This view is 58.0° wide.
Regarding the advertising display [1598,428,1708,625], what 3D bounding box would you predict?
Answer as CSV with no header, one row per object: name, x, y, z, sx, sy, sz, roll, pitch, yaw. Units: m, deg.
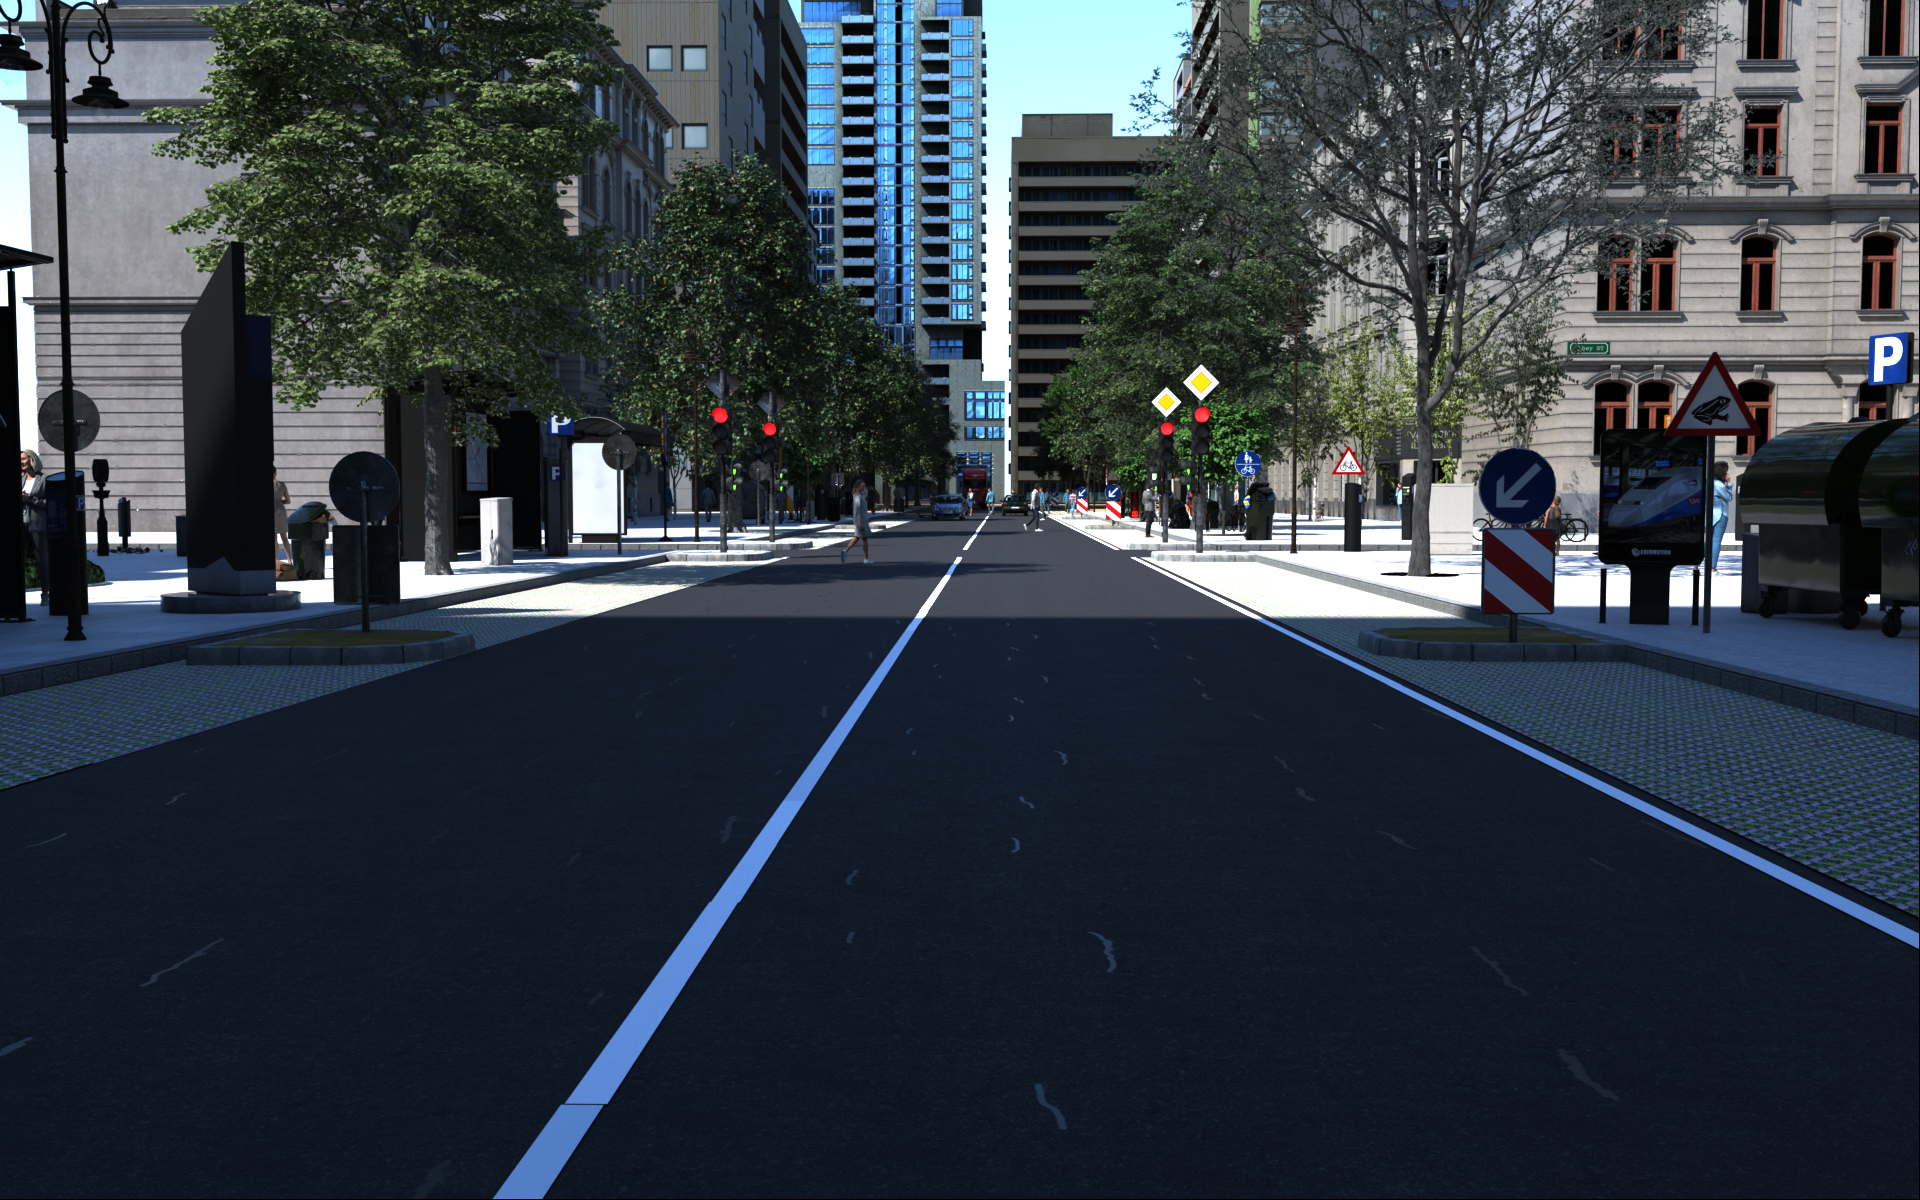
advertising display,6.794,-0.722,17.024,0.974,1.923,0.123,1,4,19

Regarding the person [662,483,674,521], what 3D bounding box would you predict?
person,-13.725,-4.585,81.039,0.581,1.822,0.654,1,4,21

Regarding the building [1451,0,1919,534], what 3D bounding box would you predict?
building,30.815,-16.766,61.515,23.554,28.519,14.401,0,4,1

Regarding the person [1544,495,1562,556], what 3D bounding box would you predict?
person,12.258,-1.536,35.820,0.362,1.253,0.373,0,4,-4

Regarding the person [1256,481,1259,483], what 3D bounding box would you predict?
person,11.660,-3.749,67.756,0.576,1.772,0.534,-2,4,-24

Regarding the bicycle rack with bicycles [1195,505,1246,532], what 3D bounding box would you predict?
bicycle rack with bicycles,9.048,-2.761,58.525,2.852,0.926,2.925,0,4,3

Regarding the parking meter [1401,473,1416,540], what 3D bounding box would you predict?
parking meter,12.477,-2.598,48.185,0.255,1.863,0.399,3,5,39

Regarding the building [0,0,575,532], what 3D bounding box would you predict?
building,-24.785,-13.894,68.970,13.314,21.916,24.055,0,4,1

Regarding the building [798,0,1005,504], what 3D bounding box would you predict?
building,-9.629,-55.787,224.791,31.000,86.520,22.319,0,4,1

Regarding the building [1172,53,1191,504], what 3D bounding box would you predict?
building,42.231,-41.700,223.788,28.212,58.520,21.231,0,4,1

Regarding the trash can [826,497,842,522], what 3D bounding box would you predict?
trash can,-5.885,-4.226,80.751,0.748,1.137,0.748,0,3,0

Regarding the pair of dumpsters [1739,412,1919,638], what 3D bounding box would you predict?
pair of dumpsters,8.848,-0.818,15.867,1.574,2.255,4.437,0,4,1

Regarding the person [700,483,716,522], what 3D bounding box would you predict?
person,-11.570,-4.477,79.509,0.678,1.792,0.850,-1,4,-16

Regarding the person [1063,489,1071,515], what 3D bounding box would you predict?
person,7.326,-6.657,117.689,0.601,1.785,0.444,0,4,4

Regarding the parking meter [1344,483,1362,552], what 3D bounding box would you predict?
parking meter,8.736,-1.840,38.494,0.372,1.533,0.369,0,3,0

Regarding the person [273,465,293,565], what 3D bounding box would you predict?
person,-11.505,-1.391,29.125,0.374,1.781,0.599,3,5,40

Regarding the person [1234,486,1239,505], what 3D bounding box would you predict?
person,15.117,-5.396,94.945,0.598,1.740,0.731,-3,4,-38

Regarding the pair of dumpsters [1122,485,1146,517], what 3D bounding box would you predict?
pair of dumpsters,9.944,-5.743,96.399,1.574,2.255,4.437,0,4,1

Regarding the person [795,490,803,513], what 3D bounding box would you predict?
person,-10.897,-6.829,118.089,0.834,1.777,0.661,-2,4,-25

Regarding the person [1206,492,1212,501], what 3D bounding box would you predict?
person,17.614,-7.187,124.276,1.217,1.743,0.721,-3,4,-37

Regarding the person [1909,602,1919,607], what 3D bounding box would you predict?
person,10.655,-0.842,19.908,0.679,1.850,0.850,-3,5,-40

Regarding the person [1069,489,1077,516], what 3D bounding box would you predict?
person,7.113,-6.107,109.189,0.643,1.720,0.563,-3,5,-40

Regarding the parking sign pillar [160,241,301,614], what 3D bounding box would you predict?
parking sign pillar,-8.091,-1.875,19.129,1.447,3.967,1.447,3,5,42

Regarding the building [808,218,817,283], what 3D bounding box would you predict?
building,-22.053,-24.922,179.182,14.107,30.474,14.160,0,4,1

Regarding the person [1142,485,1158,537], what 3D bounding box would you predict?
person,6.254,-2.953,56.967,0.473,1.802,0.592,0,4,0

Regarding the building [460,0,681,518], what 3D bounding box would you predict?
building,-24.021,-18.733,93.667,14.401,28.519,23.554,0,4,1

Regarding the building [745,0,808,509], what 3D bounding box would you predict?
building,-25.784,-32.783,159.697,21.300,48.544,21.600,0,4,1

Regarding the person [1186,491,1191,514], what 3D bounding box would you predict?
person,13.531,-5.843,101.592,0.581,1.822,0.654,0,4,-3

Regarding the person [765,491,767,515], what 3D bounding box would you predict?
person,-11.696,-6.038,105.118,0.624,1.780,0.694,-2,4,-34

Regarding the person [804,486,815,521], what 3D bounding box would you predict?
person,-7.017,-4.560,81.141,0.519,1.759,0.362,1,4,14

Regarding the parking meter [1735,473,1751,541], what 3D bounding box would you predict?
parking meter,21.448,-2.551,47.423,0.255,1.863,0.399,-1,4,-10

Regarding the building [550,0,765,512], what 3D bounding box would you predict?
building,-30.010,-33.390,135.157,28.713,52.752,27.495,0,4,1

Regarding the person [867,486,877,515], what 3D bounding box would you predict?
person,-5.874,-6.256,108.543,1.509,1.804,0.699,3,4,36

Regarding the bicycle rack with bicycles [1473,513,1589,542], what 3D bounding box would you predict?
bicycle rack with bicycles,15.735,-2.051,46.914,2.852,0.926,2.925,-3,4,-39

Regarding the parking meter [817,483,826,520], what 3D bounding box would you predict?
parking meter,-6.855,-4.883,85.553,0.399,1.863,0.255,-3,5,-43

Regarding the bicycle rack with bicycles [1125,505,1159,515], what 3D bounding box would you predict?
bicycle rack with bicycles,10.622,-5.600,104.944,2.925,0.926,2.852,0,4,8

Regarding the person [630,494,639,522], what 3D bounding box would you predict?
person,-15.195,-4.307,80.748,0.394,1.301,0.425,2,4,30

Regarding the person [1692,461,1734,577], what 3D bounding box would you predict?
person,11.692,-1.260,26.916,0.793,1.790,0.793,-3,5,-39

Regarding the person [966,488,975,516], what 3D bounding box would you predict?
person,0.716,-6.329,111.998,0.581,1.822,0.654,1,4,18

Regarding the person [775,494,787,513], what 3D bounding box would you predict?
person,-11.866,-6.589,114.253,0.782,1.767,0.515,2,4,28

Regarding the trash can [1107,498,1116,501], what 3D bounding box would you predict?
trash can,8.691,-5.324,98.706,0.748,1.137,0.748,0,3,0

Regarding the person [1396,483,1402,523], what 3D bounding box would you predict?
person,19.566,-4.291,76.469,0.793,1.790,0.793,1,4,23

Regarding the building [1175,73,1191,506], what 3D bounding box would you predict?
building,33.372,-31.519,169.966,22.147,44.769,28.867,0,4,1

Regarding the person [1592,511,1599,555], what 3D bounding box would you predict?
person,13.250,-1.804,35.311,0.755,1.850,0.659,0,4,2

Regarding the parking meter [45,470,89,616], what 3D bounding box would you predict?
parking meter,-9.476,-0.609,18.374,0.372,1.533,0.369,0,3,0

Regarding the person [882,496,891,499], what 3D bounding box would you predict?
person,-8.529,-11.883,202.916,1.348,1.807,0.705,3,5,40

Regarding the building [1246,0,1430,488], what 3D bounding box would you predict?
building,27.977,-27.132,127.198,14.154,41.232,14.086,0,4,1

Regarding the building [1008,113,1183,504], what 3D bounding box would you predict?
building,17.071,-36.707,223.865,21.600,48.544,21.300,0,4,1

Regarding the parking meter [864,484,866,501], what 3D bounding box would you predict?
parking meter,-5.618,-5.751,99.735,0.255,1.863,0.399,1,4,20

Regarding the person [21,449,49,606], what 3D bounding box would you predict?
person,-10.619,-0.831,19.811,0.537,1.800,0.526,0,4,7

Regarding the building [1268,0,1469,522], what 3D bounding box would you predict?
building,28.743,-19.672,98.051,17.030,29.872,44.131,0,4,1

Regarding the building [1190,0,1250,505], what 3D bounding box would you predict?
building,31.008,-31.866,144.715,21.300,48.544,21.600,0,4,1

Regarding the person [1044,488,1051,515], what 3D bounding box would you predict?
person,5.901,-6.685,117.781,0.713,1.824,0.794,0,4,-7
